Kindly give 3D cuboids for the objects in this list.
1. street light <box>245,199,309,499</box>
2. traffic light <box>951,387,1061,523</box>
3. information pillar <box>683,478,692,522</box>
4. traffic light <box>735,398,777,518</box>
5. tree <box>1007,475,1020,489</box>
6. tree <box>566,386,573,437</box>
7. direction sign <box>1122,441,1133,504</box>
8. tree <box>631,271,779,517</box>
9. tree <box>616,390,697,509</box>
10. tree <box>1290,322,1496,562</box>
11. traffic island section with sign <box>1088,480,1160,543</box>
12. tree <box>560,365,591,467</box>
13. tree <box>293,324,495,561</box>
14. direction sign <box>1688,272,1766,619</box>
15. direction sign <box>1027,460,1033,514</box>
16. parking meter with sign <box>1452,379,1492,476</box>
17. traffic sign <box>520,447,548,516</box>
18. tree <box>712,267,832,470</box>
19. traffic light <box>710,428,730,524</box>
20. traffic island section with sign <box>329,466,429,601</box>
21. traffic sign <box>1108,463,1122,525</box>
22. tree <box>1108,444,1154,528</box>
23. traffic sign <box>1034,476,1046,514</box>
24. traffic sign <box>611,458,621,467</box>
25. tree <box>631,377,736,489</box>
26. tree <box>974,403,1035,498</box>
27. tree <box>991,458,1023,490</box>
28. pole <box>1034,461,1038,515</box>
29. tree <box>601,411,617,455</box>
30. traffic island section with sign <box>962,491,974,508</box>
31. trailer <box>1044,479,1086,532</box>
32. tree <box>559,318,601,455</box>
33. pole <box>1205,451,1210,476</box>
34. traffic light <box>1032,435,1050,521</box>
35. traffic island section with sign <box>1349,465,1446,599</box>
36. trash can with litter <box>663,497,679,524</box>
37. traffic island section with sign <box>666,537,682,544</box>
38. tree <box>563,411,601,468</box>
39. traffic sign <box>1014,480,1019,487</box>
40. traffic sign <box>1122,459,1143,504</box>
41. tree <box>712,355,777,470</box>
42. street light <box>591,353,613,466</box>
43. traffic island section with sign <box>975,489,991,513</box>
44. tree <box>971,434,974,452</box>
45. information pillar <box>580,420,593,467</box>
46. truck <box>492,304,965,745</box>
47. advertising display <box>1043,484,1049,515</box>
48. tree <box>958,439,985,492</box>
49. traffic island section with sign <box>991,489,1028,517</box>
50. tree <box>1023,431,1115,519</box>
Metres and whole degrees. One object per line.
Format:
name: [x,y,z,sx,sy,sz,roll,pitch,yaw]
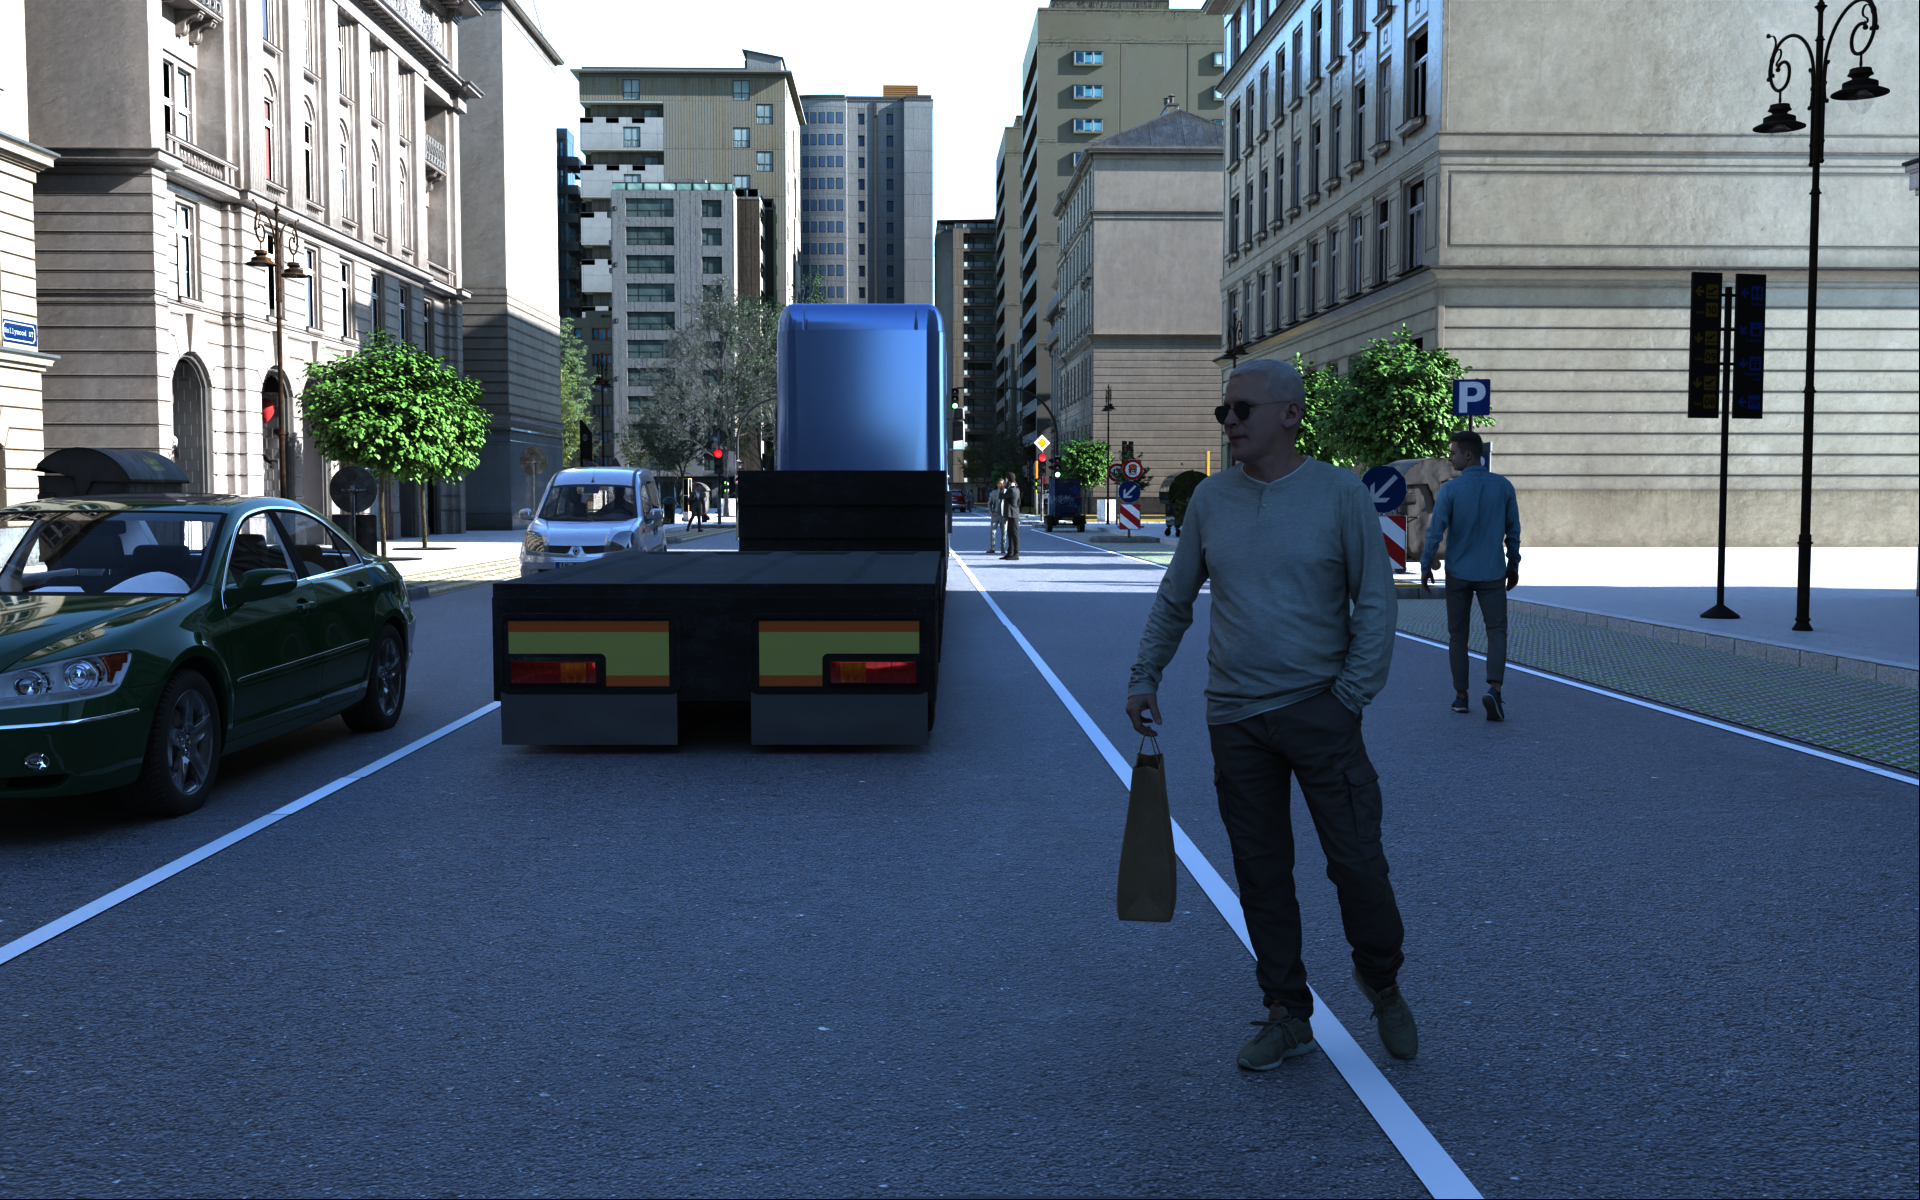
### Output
street light: [-10.785,-3.346,27.500,0.468,5.910,1.993,0,4,-2]
traffic light: [2.000,-6.044,73.484,4.771,5.953,1.251,0,4,-2]
information pillar: [-12.703,-4.664,80.751,0.304,2.012,0.304,2,4,24]
traffic light: [-8.321,-6.523,81.318,4.771,5.953,1.251,0,4,-2]
tree: [4.383,-9.124,143.778,1.663,3.219,1.824,0,3,0]
tree: [-34.129,-13.533,131.633,12.009,13.543,11.850,0,3,0]
direction sign: [7.181,-5.030,74.244,0.379,3.537,0.876,3,4,37]
tree: [-13.150,-11.374,96.330,12.009,13.543,11.850,0,3,0]
tree: [-21.074,-10.523,122.408,4.360,8.622,3.978,0,3,0]
tree: [8.471,-3.017,33.044,4.285,4.588,4.351,0,3,0]
traffic island section with sign: [4.821,-2.613,51.343,1.989,1.847,2.006,0,4,-2]
tree: [-23.356,-9.133,99.694,4.737,8.622,4.395,0,3,0]
tree: [-11.171,-3.056,33.685,4.285,4.588,4.351,0,3,0]
direction sign: [7.883,-1.582,17.858,0.876,3.537,0.379,-1,4,-15]
direction sign: [4.612,-7.471,114.142,0.379,3.537,0.876,-1,4,-21]
parking meter with sign: [7.579,-1.793,25.574,0.543,3.016,1.738,1,4,13]
traffic sign: [-11.514,-2.857,46.817,0.768,2.556,0.104,0,4,-1]
tree: [-14.258,-17.632,144.177,12.611,20.169,13.585,0,3,0]
traffic light: [-10.165,-5.157,73.238,0.839,4.253,0.868,0,4,-2]
traffic island section with sign: [-8.359,-0.911,23.517,1.989,1.847,2.006,0,4,-2]
traffic sign: [6.490,-4.377,71.669,0.768,2.556,0.104,0,4,2]
tree: [6.572,-4.390,66.374,1.663,3.219,1.824,0,3,0]
traffic sign: [5.225,-6.925,113.322,0.768,2.556,0.104,0,4,2]
traffic sign: [-12.253,-3.770,61.646,0.884,2.594,0.081,0,4,6]
tree: [-21.192,-12.153,133.109,8.767,10.594,7.601,0,4,-3]
tree: [4.144,-11.558,139.339,4.360,8.622,3.978,0,3,0]
tree: [4.129,-10.141,149.527,4.285,4.588,4.351,0,3,0]
pole: [4.693,-6.893,106.546,0.158,3.312,0.155,0,3,0]
tree: [-26.534,-11.717,141.934,4.360,8.622,3.978,0,3,0]
traffic island section with sign: [0.787,-10.695,183.493,1.989,1.847,2.006,0,4,-2]
trailer: [3.927,-3.604,65.974,1.471,1.999,3.904,0,4,-2]
tree: [-27.272,-12.303,107.813,9.857,13.997,8.962,0,3,0]
pole: [11.723,-5.401,82.145,0.158,3.312,0.155,0,3,0]
traffic light: [3.845,-5.673,81.670,0.839,4.253,0.868,0,4,-2]
traffic island section with sign: [5.642,-0.965,24.401,1.989,1.847,2.006,0,4,-2]
trash can with litter: [-12.399,-3.821,73.867,0.624,1.170,1.055,0,4,2]
traffic island section with sign: [-9.178,-2.559,50.460,1.989,1.847,2.006,0,4,-2]
tree: [-33.300,-12.387,152.888,4.360,8.622,3.978,0,3,0]
traffic sign: [4.096,-8.073,132.002,0.884,2.594,0.081,0,3,0]
traffic sign: [6.281,-3.849,63.045,0.768,2.556,0.104,0,4,5]
tree: [-13.902,-12.097,123.536,9.928,11.665,9.643,0,3,0]
street light: [-11.668,-5.127,56.618,0.468,5.910,1.993,0,4,-2]
traffic island section with sign: [2.318,-7.639,133.527,1.989,1.847,2.006,0,4,-2]
tree: [3.427,-13.512,171.290,4.360,8.622,3.978,0,3,0]
information pillar: [-11.804,-3.875,54.709,0.183,3.616,0.504,2,4,30]
truck: [-1.379,-1.772,18.731,2.967,4.110,18.799,0,4,0]
advertising display: [5.490,-6.263,107.613,0.974,1.923,0.123,2,4,24]
tree: [1.653,-16.900,226.674,4.737,8.622,4.395,0,3,0]
traffic island section with sign: [3.131,-5.991,106.584,1.989,1.847,2.006,0,4,-2]
tree: [6.422,-6.473,89.541,4.285,4.588,4.351,0,3,0]
